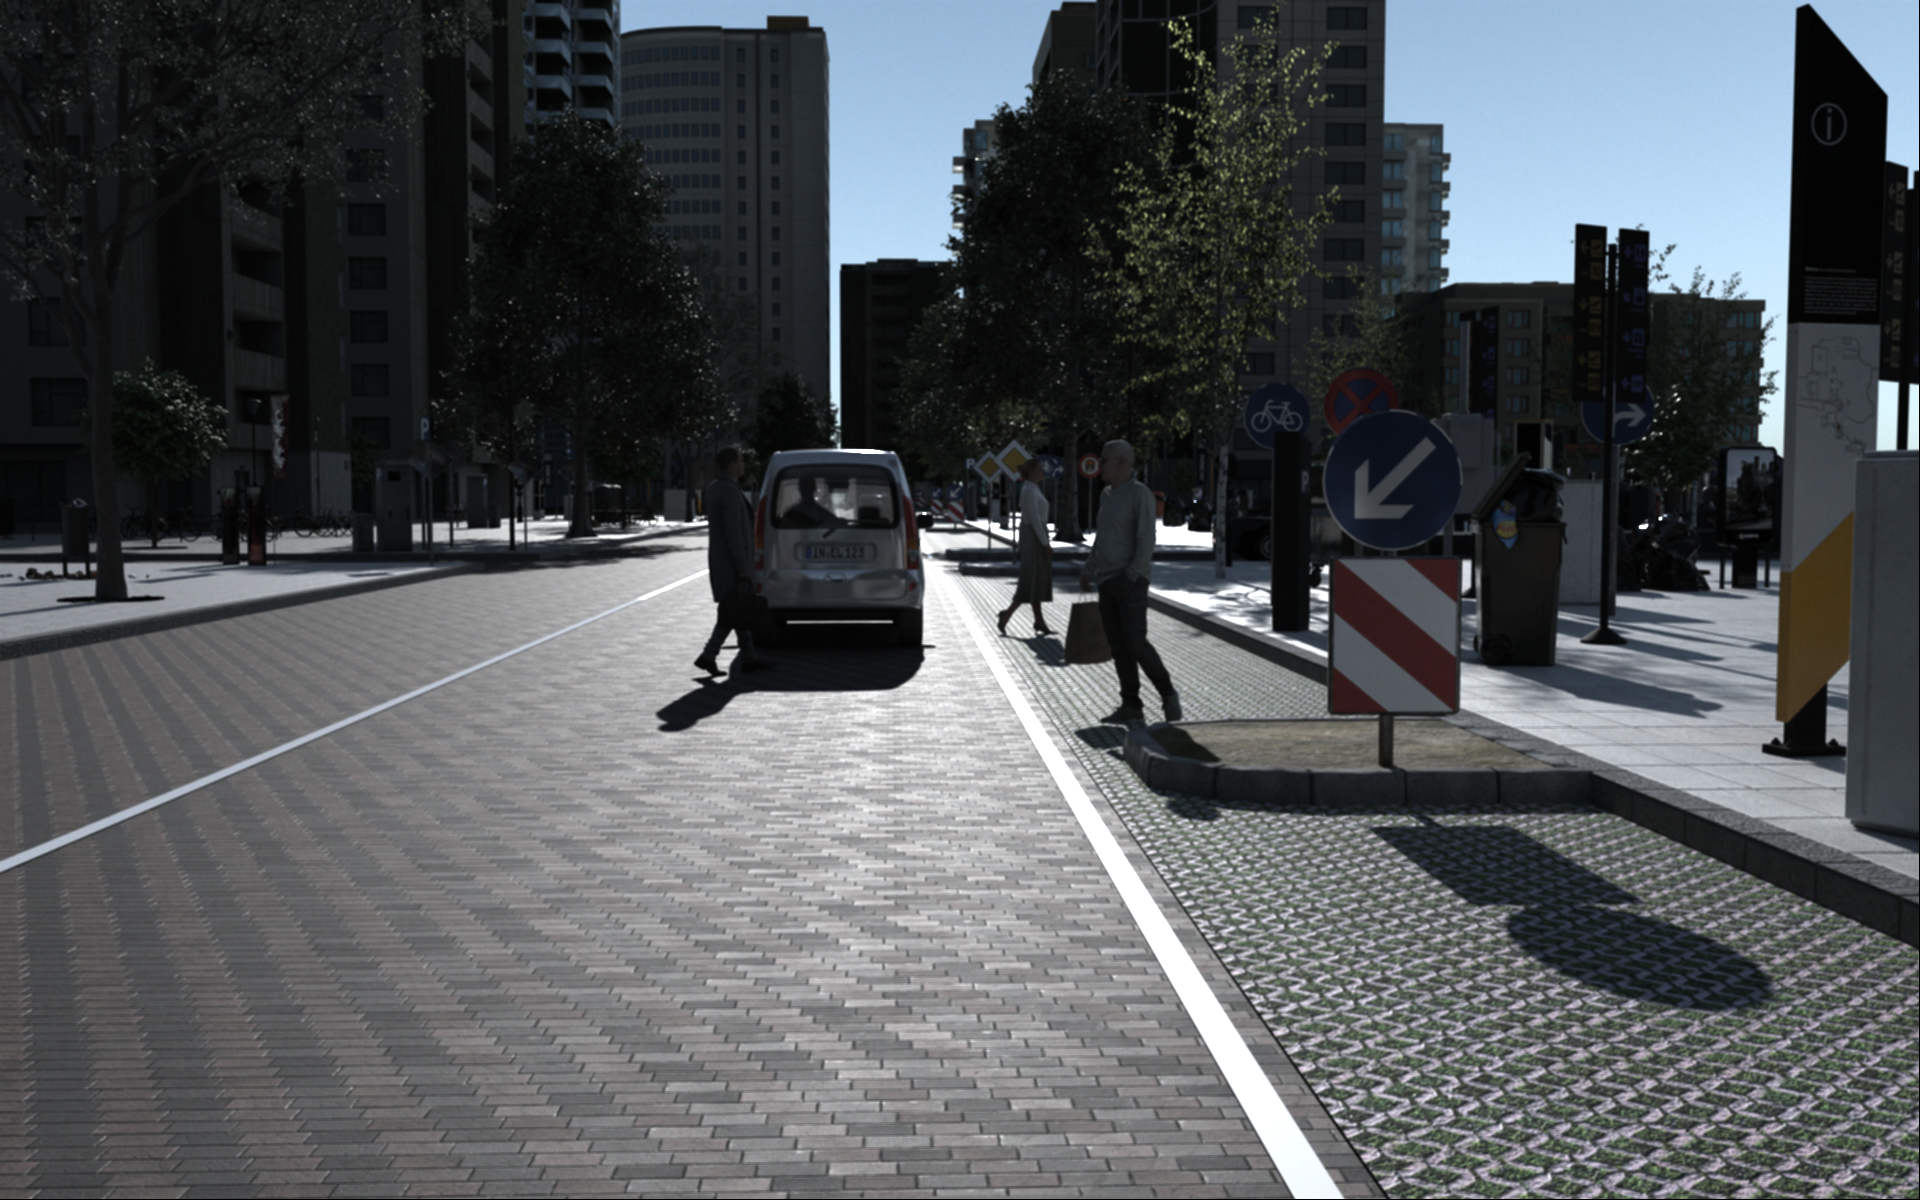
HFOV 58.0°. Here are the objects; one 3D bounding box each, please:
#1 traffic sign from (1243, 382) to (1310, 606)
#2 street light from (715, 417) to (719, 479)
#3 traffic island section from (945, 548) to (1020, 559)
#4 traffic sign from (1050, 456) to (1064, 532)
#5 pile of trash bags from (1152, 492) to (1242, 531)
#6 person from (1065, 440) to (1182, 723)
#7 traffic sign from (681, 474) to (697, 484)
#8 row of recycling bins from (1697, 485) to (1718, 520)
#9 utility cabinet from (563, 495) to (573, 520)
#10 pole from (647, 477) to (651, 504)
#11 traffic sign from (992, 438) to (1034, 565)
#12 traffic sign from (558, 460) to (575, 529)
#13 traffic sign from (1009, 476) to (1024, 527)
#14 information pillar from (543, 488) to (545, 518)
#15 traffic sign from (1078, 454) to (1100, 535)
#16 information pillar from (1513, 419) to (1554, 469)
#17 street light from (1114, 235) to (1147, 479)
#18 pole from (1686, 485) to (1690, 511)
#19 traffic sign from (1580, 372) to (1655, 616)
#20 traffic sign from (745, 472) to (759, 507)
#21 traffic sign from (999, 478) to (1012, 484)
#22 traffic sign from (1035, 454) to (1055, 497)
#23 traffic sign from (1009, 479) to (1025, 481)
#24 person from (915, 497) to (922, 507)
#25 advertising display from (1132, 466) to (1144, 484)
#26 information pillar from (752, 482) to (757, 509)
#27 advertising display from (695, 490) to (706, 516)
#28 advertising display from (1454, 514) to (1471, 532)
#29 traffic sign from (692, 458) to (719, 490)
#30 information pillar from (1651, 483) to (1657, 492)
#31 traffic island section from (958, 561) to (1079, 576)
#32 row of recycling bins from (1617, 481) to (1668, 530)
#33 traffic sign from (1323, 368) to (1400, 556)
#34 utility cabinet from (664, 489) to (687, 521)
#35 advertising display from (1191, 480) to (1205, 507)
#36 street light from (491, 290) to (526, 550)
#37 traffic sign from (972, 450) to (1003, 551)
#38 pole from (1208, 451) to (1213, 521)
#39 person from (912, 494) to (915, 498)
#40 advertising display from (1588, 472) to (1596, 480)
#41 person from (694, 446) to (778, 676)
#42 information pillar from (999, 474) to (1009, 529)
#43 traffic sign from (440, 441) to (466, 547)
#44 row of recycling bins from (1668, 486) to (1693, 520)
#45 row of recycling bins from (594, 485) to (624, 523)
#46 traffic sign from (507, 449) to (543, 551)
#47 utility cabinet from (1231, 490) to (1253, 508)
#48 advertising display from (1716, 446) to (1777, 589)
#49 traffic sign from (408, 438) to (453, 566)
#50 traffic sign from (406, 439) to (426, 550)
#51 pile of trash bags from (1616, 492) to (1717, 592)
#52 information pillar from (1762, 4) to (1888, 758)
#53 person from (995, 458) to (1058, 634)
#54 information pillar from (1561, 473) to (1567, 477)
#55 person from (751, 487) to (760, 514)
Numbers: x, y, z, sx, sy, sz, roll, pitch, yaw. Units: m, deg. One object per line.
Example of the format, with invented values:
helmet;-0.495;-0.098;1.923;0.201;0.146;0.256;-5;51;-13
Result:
traffic sign;3.613;-1.207;19.844;0.768;2.556;0.104;0;4;-1
street light;-12.156;-6.949;86.407;0.468;5.910;1.993;0;4;-2
traffic island section;0.691;-1.047;39.402;2.009;0.180;2.903;0;4;-2
traffic sign;3.202;-3.541;57.998;0.768;2.556;0.104;0;4;7
pile of trash bags;8.222;-3.087;60.229;3.447;1.369;1.912;1;4;19
person;1.015;-0.116;10.880;0.515;1.767;0.782;-2;4;-29
traffic sign;-14.813;-5.791;94.686;0.884;2.594;0.081;0;4;7
row of recycling bins;36.331;-4.516;80.949;1.069;1.692;3.534;-3;4;-36
utility cabinet;-18.862;-4.500;84.733;1.020;1.237;0.306;-1;4;-21
pole;-19.393;-6.984;108.024;0.158;3.312;0.155;0;3;0
traffic sign;0.980;-1.694;31.345;0.795;2.450;0.064;0;4;-2
traffic sign;-13.138;-3.490;58.239;0.795;2.450;0.064;0;4;4
traffic sign;2.084;-4.154;67.925;0.884;2.594;0.081;0;4;1
information pillar;-22.040;-5.290;90.986;0.304;2.012;0.304;3;4;38
traffic sign;4.091;-3.325;54.476;0.768;2.556;0.104;0;4;7
information pillar;5.674;-0.777;17.192;0.304;2.012;0.304;2;4;35
street light;3.040;-3.561;31.002;0.468;5.910;1.993;0;4;-2
pole;35.426;-5.529;84.250;0.158;3.312;0.155;0;3;0
traffic sign;6.857;-1.104;18.154;0.768;2.556;0.104;0;4;1
traffic sign;-12.459;-6.337;103.611;0.884;2.594;0.081;0;4;8
traffic sign;2.588;-5.918;96.867;0.768;2.556;0.104;0;4;0
traffic sign;2.664;-3.383;55.424;0.768;2.556;0.104;0;4;2
traffic sign;2.202;-4.296;70.241;0.884;2.594;0.081;0;4;4
person;-4.453;-10.319;177.941;1.217;1.743;0.721;0;4;0
advertising display;3.953;-2.108;39.686;0.123;1.923;0.974;-1;4;-19
information pillar;-12.143;-5.984;102.322;0.304;2.012;0.304;-1;4;-13
advertising display;-15.089;-5.837;100.653;0.123;1.923;0.974;-3;5;-44
advertising display;15.951;-3.064;55.315;0.974;1.923;0.123;-2;4;-30
traffic sign;-13.788;-6.286;96.646;2.265;3.308;0.079;0;4;1
information pillar;30.009;-4.321;75.145;0.304;2.012;0.304;-2;4;-26
traffic island section;1.003;-0.559;31.423;2.009;0.180;2.903;0;4;-2
row of recycling bins;20.608;-2.945;55.261;1.069;1.692;3.534;-2;4;-32
traffic sign;4.055;-1.069;17.578;0.768;2.556;0.104;0;4;4
utility cabinet;-13.374;-4.471;81.781;1.173;1.500;0.318;-2;4;-24
advertising display;10.834;-4.501;78.805;0.123;1.923;0.974;-2;4;-24
street light;-10.226;-4.074;39.393;0.468;5.910;1.993;0;4;-2
traffic sign;0.667;-2.182;39.324;0.795;2.450;0.064;0;4;-2
pole;11.740;-5.336;81.094;0.158;3.312;0.155;0;3;0
person;-4.754;-10.210;176.903;0.415;1.643;0.593;0;4;-5
advertising display;18.713;-2.821;51.341;0.123;1.923;0.974;2;4;25
person;-1.783;-0.317;13.780;0.767;1.812;0.694;-2;4;-25
information pillar;1.638;-3.656;64.270;0.304;2.012;0.304;1;4;12
traffic sign;-12.290;-2.550;41.798;0.768;2.556;0.104;0;4;6
row of recycling bins;34.688;-4.797;85.551;3.534;1.692;1.069;0;4;4
row of recycling bins;-15.910;-4.384;78.787;1.069;1.692;3.534;0;4;0
traffic sign;-9.770;-2.159;38.937;0.795;2.450;0.064;0;4;-2
utility cabinet;15.487;-5.296;95.270;1.173;1.500;0.318;1;4;15
advertising display;10.697;-1.122;23.565;0.974;1.923;0.123;-2;4;-25
traffic sign;-9.457;-1.671;30.958;0.795;2.450;0.064;0;4;-2
traffic sign;-12.299;-2.420;39.669;0.768;2.556;0.104;0;4;1
pile of trash bags;9.149;-0.891;24.319;1.912;1.369;3.447;0;4;6
information pillar;4.249;-1.046;8.464;0.504;3.616;0.183;-1;4;-14
person;0.677;-0.540;17.557;0.641;1.798;0.478;1;4;11
information pillar;20.851;-3.400;60.084;0.304;2.012;0.304;3;4;37
person;-9.980;-4.711;85.891;0.716;1.782;0.532;2;4;33
